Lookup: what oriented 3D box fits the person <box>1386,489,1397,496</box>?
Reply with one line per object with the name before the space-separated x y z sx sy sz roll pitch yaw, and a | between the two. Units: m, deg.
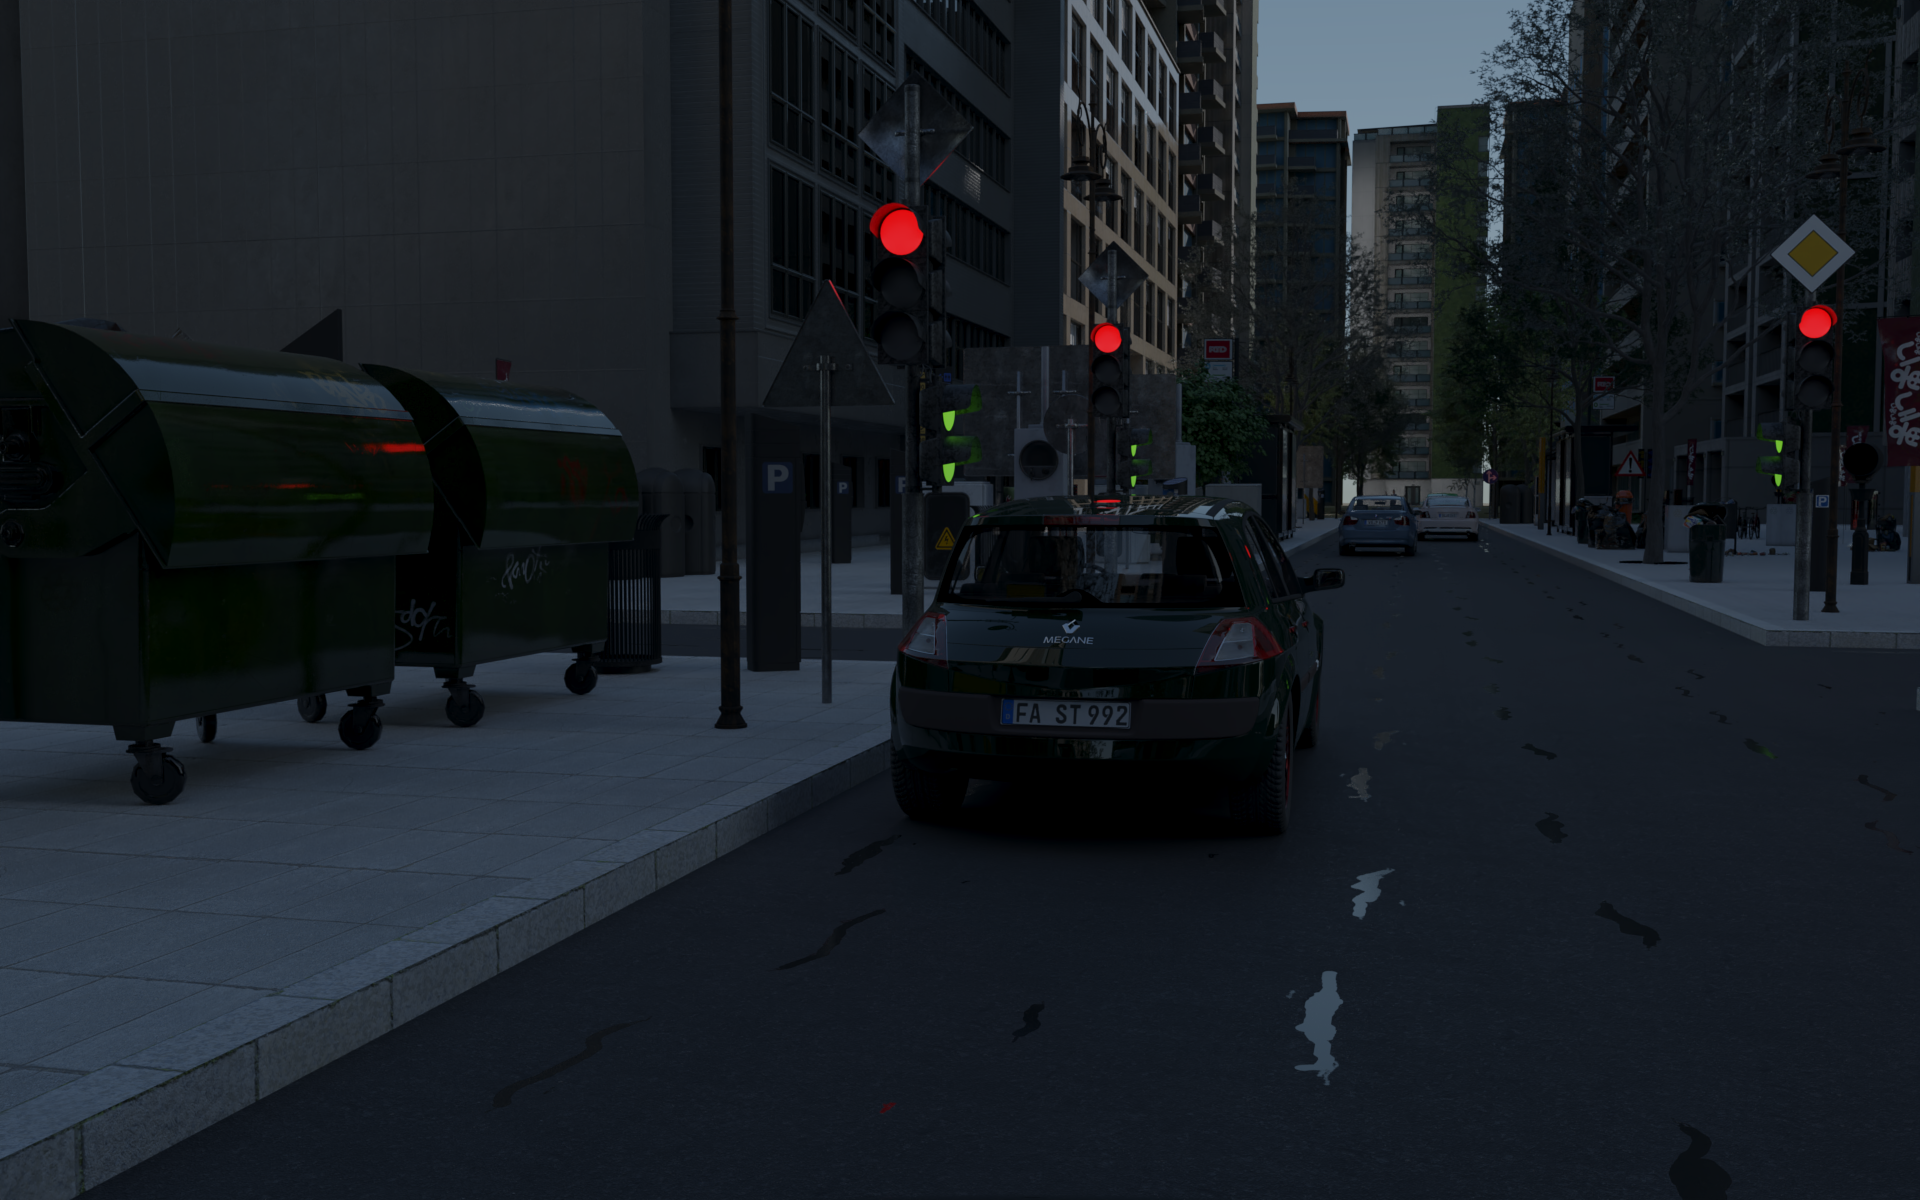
person | 27.243 -6.126 109.459 0.742 1.727 0.445 1 4 17

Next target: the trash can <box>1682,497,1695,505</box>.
trash can | 33.687 -4.199 80.312 0.748 1.137 0.748 0 3 0

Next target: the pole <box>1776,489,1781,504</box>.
pole | 31.218 -4.415 66.032 0.158 3.312 0.155 0 3 0

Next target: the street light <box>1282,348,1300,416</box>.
street light | 10.504 -5.030 55.024 0.468 5.910 1.993 1 4 14

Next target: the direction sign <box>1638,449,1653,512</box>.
direction sign | 34.304 -5.793 86.705 0.876 3.537 0.379 -1 4 -15

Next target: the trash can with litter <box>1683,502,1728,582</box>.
trash can with litter | 10.853 -0.854 25.356 0.624 1.170 1.055 1 4 16

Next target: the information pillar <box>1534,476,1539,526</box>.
information pillar | 23.392 -4.009 70.045 0.304 2.012 0.304 1 4 10

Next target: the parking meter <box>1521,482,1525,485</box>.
parking meter | 28.476 -4.997 87.404 0.255 1.863 0.399 1 4 8

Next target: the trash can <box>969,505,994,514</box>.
trash can | 0.486 -0.619 21.776 0.748 1.137 0.748 0 3 0

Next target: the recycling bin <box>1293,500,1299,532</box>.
recycling bin | 10.870 -2.813 58.554 0.722 1.027 0.722 -1 4 -23

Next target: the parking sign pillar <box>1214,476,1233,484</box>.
parking sign pillar | 9.181 -4.260 58.117 1.447 3.967 1.447 1 4 14

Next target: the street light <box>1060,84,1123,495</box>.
street light | 1.528 -2.894 20.111 0.468 5.910 1.993 1 4 14

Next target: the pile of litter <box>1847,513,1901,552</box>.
pile of litter | 20.622 -1.538 39.105 1.719 0.858 1.176 -3 4 -37

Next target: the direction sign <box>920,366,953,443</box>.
direction sign | -0.508 -2.362 30.619 0.876 3.537 0.379 -2 4 -33

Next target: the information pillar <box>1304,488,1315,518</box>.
information pillar | 18.384 -6.127 91.525 0.504 3.616 0.183 -2 4 -34

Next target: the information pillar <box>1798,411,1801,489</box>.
information pillar | 22.294 -3.332 45.833 0.183 3.616 0.504 3 5 43

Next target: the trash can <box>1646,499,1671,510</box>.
trash can | 21.501 -2.549 53.336 0.748 1.137 0.748 0 3 0

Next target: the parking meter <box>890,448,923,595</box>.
parking meter | -0.684 -1.004 22.128 0.399 1.863 0.255 0 4 5

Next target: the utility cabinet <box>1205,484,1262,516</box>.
utility cabinet | 5.932 -1.771 37.643 1.173 1.500 0.318 2 4 26

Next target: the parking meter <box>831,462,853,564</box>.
parking meter | -2.199 -1.609 32.012 0.399 1.863 0.255 -2 4 -27

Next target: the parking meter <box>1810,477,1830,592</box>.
parking meter | 11.349 -0.883 22.856 0.372 1.533 0.369 0 3 0

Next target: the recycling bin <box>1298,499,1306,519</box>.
recycling bin | 17.555 -4.748 90.178 0.722 1.027 0.722 -1 4 -15

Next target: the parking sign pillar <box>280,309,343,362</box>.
parking sign pillar | -9.658 -2.265 25.510 1.447 3.967 1.447 0 4 5

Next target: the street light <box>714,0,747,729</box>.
street light | -1.260 -2.236 9.347 0.468 5.910 1.993 1 4 14

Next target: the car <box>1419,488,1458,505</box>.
car | 20.922 -4.056 75.104 1.959 1.807 4.718 1 4 16

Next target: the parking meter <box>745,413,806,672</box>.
parking meter | -1.344 -0.421 12.600 0.399 1.863 0.255 -1 4 -21

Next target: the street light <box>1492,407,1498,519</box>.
street light | 27.679 -7.135 89.444 0.468 5.910 1.993 1 4 14

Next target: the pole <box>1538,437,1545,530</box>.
pole | 20.921 -4.187 62.300 0.158 3.312 0.155 0 3 0

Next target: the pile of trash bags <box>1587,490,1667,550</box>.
pile of trash bags | 15.970 -1.933 41.359 1.912 1.369 3.447 1 4 15

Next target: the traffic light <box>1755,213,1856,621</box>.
traffic light | 8.543 -1.749 17.522 0.839 4.253 0.868 1 4 14

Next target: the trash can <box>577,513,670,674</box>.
trash can | -2.466 -0.053 12.516 0.748 1.137 0.748 0 3 0

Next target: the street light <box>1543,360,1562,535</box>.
street light | 18.326 -4.948 53.694 0.468 5.910 1.993 1 4 14

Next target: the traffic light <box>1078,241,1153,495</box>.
traffic light | 1.703 -1.856 19.270 0.839 4.253 0.868 1 4 14

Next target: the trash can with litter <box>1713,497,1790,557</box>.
trash can with litter | 16.475 -1.547 36.355 2.233 1.210 1.678 0 4 -4

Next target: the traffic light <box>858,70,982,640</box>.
traffic light | -0.298 -1.383 11.538 0.839 4.253 0.868 1 4 14

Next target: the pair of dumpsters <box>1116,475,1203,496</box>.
pair of dumpsters | 3.931 -1.998 35.154 1.574 2.255 4.437 1 4 14

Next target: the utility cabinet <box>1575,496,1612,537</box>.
utility cabinet | 19.011 -2.492 51.912 1.020 1.237 0.306 1 4 10

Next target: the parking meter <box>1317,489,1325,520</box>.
parking meter | 18.193 -4.824 87.284 0.372 1.533 0.369 0 3 0

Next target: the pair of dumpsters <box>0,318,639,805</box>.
pair of dumpsters | -3.323 -0.407 9.152 1.574 2.255 4.437 1 4 15

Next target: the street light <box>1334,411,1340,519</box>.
street light | 19.575 -7.164 89.912 0.468 5.910 1.993 1 4 14

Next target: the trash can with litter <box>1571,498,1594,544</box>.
trash can with litter | 16.352 -2.032 44.610 1.055 1.170 0.624 -1 4 -10

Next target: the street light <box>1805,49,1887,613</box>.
street light | 9.446 -2.803 18.618 0.468 5.910 1.993 1 4 14

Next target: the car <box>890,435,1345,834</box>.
car | 0.919 0.058 8.838 2.009 1.686 4.222 1 4 14

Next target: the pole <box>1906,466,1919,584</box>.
pole | 13.645 -1.884 24.654 0.158 3.312 0.155 0 3 0

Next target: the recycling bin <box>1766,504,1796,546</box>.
recycling bin | 20.489 -1.861 42.983 0.722 1.027 0.722 3 5 41

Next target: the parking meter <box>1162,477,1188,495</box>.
parking meter | 3.224 -1.075 25.994 0.372 1.533 0.369 0 3 0

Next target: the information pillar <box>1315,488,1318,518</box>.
information pillar | 18.793 -6.148 91.869 0.504 3.616 0.183 3 4 38

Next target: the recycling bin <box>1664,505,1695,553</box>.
recycling bin | 15.956 -1.567 38.179 0.722 1.027 0.722 1 4 16
